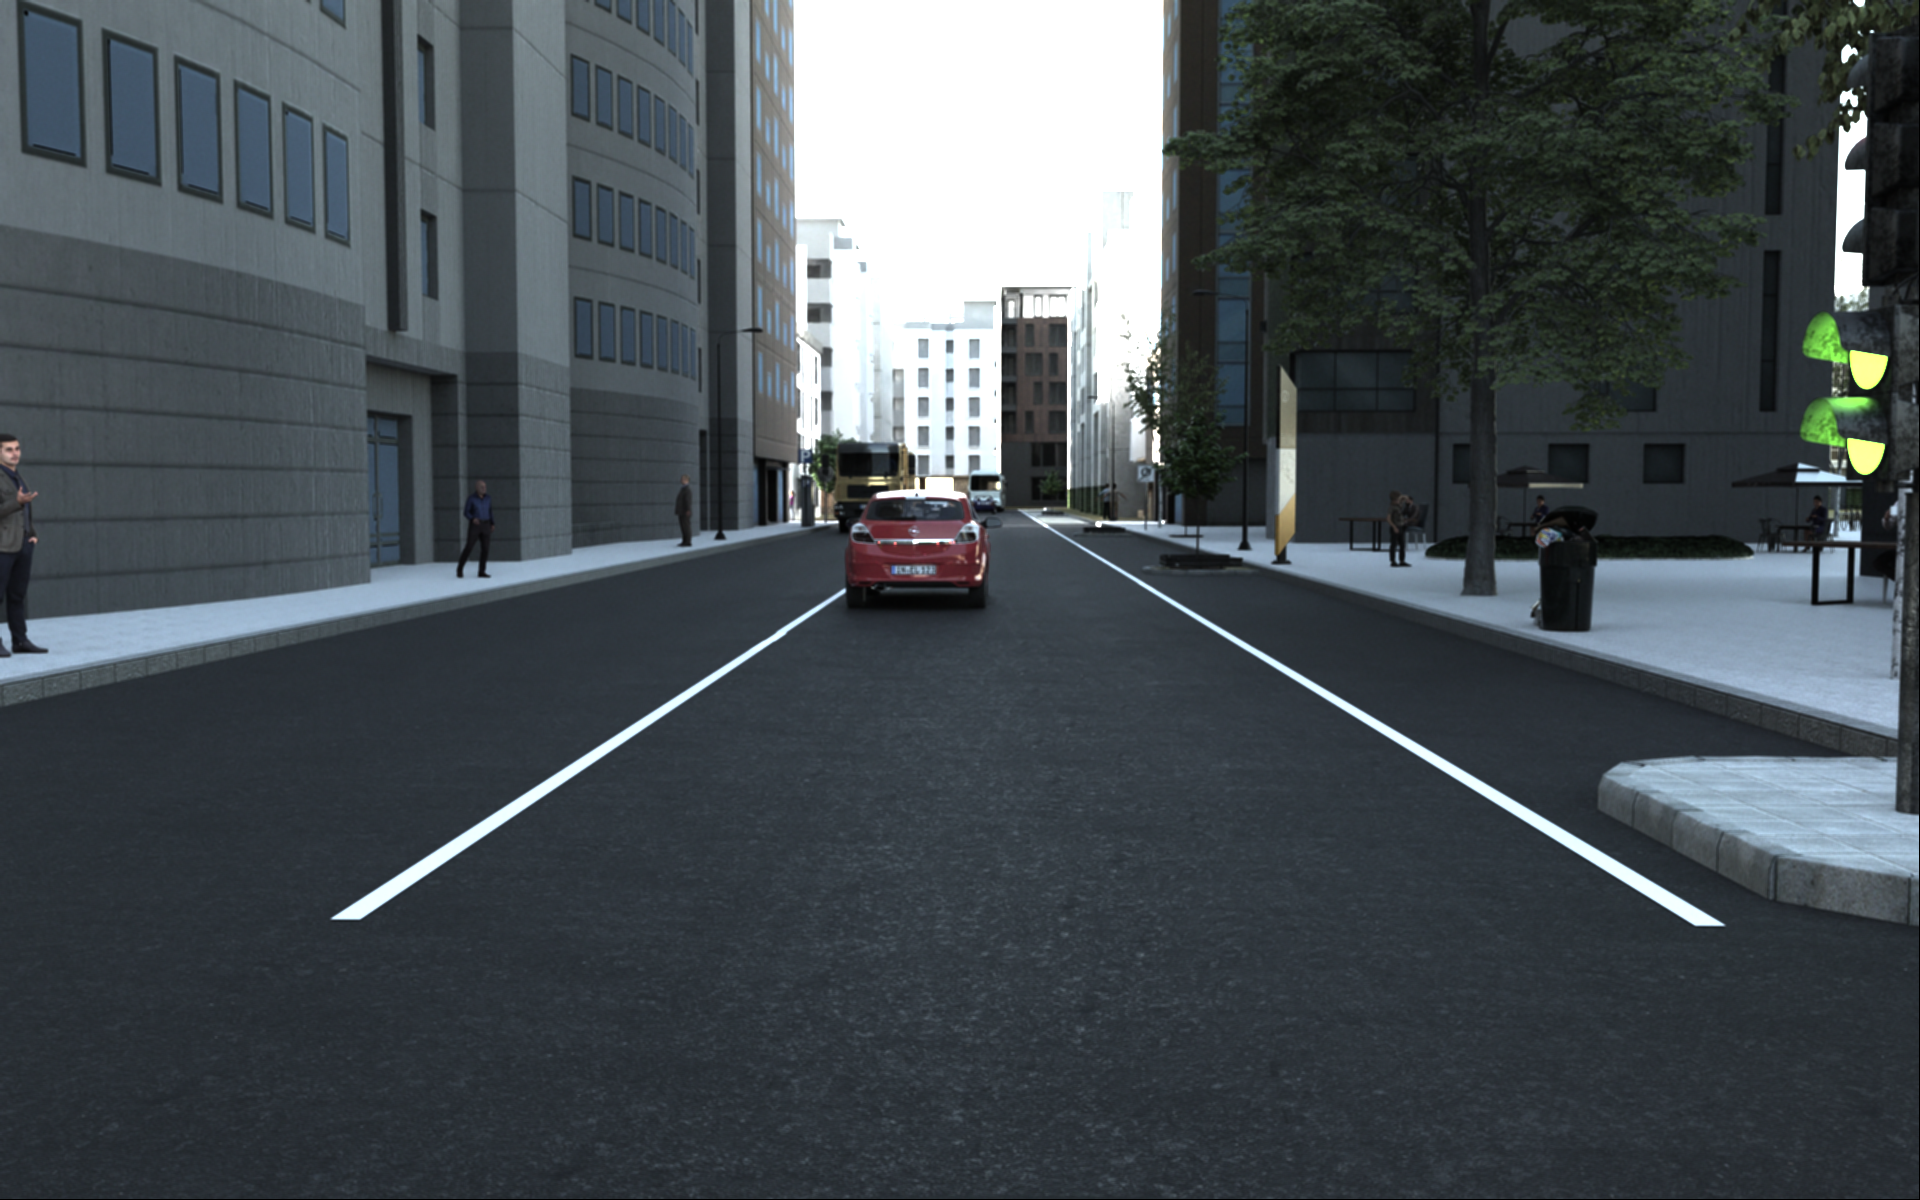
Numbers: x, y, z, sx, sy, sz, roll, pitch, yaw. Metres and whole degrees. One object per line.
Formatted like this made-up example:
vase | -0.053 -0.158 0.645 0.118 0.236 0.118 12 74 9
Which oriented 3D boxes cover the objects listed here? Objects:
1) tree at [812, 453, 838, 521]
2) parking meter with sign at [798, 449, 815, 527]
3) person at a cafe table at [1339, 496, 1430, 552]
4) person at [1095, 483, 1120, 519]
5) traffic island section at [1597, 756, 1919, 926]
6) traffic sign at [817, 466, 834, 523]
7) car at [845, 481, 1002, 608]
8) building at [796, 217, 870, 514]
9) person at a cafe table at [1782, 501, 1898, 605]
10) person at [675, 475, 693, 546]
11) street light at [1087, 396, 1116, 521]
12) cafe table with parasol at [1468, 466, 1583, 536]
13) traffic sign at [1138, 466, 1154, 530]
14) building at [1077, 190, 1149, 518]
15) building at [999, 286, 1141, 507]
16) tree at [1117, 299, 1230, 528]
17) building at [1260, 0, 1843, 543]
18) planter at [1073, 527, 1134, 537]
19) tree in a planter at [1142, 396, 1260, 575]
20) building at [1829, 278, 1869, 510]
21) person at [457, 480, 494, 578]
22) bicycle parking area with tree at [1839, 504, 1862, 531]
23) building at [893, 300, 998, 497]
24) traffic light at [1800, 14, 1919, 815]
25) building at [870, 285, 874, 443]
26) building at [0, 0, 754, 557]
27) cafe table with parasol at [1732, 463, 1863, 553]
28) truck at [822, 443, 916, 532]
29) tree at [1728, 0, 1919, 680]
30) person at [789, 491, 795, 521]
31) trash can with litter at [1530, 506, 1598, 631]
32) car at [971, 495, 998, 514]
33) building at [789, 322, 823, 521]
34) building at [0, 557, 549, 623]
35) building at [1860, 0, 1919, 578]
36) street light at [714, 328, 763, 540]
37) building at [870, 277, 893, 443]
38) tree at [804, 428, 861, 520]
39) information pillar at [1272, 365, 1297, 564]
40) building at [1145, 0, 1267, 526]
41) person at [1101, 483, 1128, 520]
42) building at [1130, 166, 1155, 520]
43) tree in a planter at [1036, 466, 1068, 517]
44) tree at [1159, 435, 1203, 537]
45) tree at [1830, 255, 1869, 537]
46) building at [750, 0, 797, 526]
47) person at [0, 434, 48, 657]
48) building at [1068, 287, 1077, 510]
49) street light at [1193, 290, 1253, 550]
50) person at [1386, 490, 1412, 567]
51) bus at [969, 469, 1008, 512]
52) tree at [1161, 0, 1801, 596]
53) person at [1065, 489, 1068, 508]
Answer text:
tree | -6.146 -5.353 82.131 1.663 3.219 1.824 0 3 0
parking meter with sign | -5.988 -4.395 68.121 0.543 3.016 1.738 0 4 1
person at a cafe table | 9.802 -1.742 39.348 1.726 1.238 1.698 -1 4 -16
person | 7.516 -5.033 88.324 1.348 1.826 0.705 2 4 24
traffic island section | 3.881 0.935 6.990 2.009 0.180 2.903 0 4 1
traffic sign | -5.920 -4.654 76.191 0.768 2.556 0.104 0 4 4
car | -0.511 -0.874 23.325 2.155 1.783 4.494 0 4 1
building | -14.642 -15.911 116.557 16.016 20.091 11.380 0 4 1
person at a cafe table | 10.715 -0.696 19.887 1.622 1.524 1.698 -2 4 -33
person | -6.780 -2.195 42.489 0.434 1.755 0.990 -1 4 -18
street light | 6.705 -6.694 81.982 1.470 5.913 1.316 0 4 1
cafe table with parasol | 13.721 -2.276 42.079 2.610 1.966 2.610 2 4 26
traffic sign | 6.618 -3.641 61.664 0.606 2.300 0.079 1 4 9
building | 16.743 -14.859 109.405 16.747 18.905 31.486 0 4 1
building | 20.493 -20.577 180.407 32.646 21.610 27.936 0 4 1
tree | 7.721 -7.033 65.347 4.737 8.622 4.395 0 3 0
building | 15.903 -17.090 51.126 14.160 30.474 14.107 0 4 1
planter | 4.859 -2.312 58.939 1.991 0.319 1.994 0 4 1
tree in a planter | 4.347 -2.100 31.554 1.991 3.239 1.994 0 4 1
building | 66.115 -17.243 148.379 31.486 18.905 16.747 0 4 1
person | -7.406 -1.088 26.529 0.574 1.496 0.600 -1 4 -22
bicycle parking area with tree | 31.735 -4.683 63.573 9.016 4.147 8.231 -2 4 -27
building | -1.914 -19.508 175.371 11.380 20.091 16.016 0 4 1
traffic light | 3.841 -1.098 6.876 0.839 4.253 0.868 0 4 1
building | -14.331 -16.616 128.090 16.016 20.091 11.380 0 4 1
building | -18.519 -31.051 49.689 21.231 58.520 28.212 0 4 1
cafe table with parasol | 18.463 -2.039 38.205 2.610 1.966 2.610 3 5 39
truck | -3.268 -4.380 67.537 3.469 3.379 9.791 0 4 2
tree | 6.625 -3.740 11.513 4.737 8.622 4.395 0 3 0
person | -8.152 -4.467 82.312 0.776 1.435 0.726 0 4 6
trash can with litter | 5.677 -0.314 16.527 0.624 1.170 1.055 0 4 3
car | 1.714 -6.847 124.532 1.945 1.354 3.894 0 4 3
building | -12.215 -9.476 97.076 9.099 9.664 28.070 0 4 1
building | -19.033 -29.322 21.411 21.231 58.520 28.212 0 4 1
building | 24.158 -35.260 14.748 20.611 71.187 20.563 0 4 1
street light | -6.208 -4.649 48.554 1.470 5.913 1.316 0 4 1
building | -22.009 -17.320 149.632 31.486 18.905 16.747 0 4 1
tree | -6.018 -6.226 85.508 4.285 4.588 4.351 0 3 0
information pillar | 5.950 -2.466 31.670 0.504 3.616 0.183 -3 5 -40
building | 15.610 -25.936 74.167 14.600 45.320 14.200 0 4 1
person | 7.679 -4.908 86.299 1.348 1.824 0.705 1 4 9
building | 16.853 -14.162 87.969 16.016 20.091 11.380 0 4 1
tree in a planter | 5.815 -6.842 109.092 1.991 3.239 1.994 0 4 1
tree | 6.878 -3.497 51.774 1.663 3.219 1.824 0 3 0
tree | 26.201 -6.216 51.991 4.360 8.622 3.978 0 3 0
building | -14.481 -25.754 71.187 14.600 45.320 14.200 0 4 1
person | -7.409 -0.438 13.734 0.750 1.759 0.617 1 4 18
building | 17.884 -16.782 140.837 16.747 18.905 31.486 0 4 1
street light | 5.996 -4.101 39.587 1.470 5.913 1.316 0 4 1
person | 7.755 -1.261 30.573 0.340 1.345 0.435 2 4 35
bus | 2.307 -8.982 141.709 2.948 3.499 13.247 0 4 3
tree | 6.455 -6.356 22.053 7.486 12.596 7.792 0 3 0
person | 9.944 -9.331 159.058 0.683 1.767 0.568 2 4 28
